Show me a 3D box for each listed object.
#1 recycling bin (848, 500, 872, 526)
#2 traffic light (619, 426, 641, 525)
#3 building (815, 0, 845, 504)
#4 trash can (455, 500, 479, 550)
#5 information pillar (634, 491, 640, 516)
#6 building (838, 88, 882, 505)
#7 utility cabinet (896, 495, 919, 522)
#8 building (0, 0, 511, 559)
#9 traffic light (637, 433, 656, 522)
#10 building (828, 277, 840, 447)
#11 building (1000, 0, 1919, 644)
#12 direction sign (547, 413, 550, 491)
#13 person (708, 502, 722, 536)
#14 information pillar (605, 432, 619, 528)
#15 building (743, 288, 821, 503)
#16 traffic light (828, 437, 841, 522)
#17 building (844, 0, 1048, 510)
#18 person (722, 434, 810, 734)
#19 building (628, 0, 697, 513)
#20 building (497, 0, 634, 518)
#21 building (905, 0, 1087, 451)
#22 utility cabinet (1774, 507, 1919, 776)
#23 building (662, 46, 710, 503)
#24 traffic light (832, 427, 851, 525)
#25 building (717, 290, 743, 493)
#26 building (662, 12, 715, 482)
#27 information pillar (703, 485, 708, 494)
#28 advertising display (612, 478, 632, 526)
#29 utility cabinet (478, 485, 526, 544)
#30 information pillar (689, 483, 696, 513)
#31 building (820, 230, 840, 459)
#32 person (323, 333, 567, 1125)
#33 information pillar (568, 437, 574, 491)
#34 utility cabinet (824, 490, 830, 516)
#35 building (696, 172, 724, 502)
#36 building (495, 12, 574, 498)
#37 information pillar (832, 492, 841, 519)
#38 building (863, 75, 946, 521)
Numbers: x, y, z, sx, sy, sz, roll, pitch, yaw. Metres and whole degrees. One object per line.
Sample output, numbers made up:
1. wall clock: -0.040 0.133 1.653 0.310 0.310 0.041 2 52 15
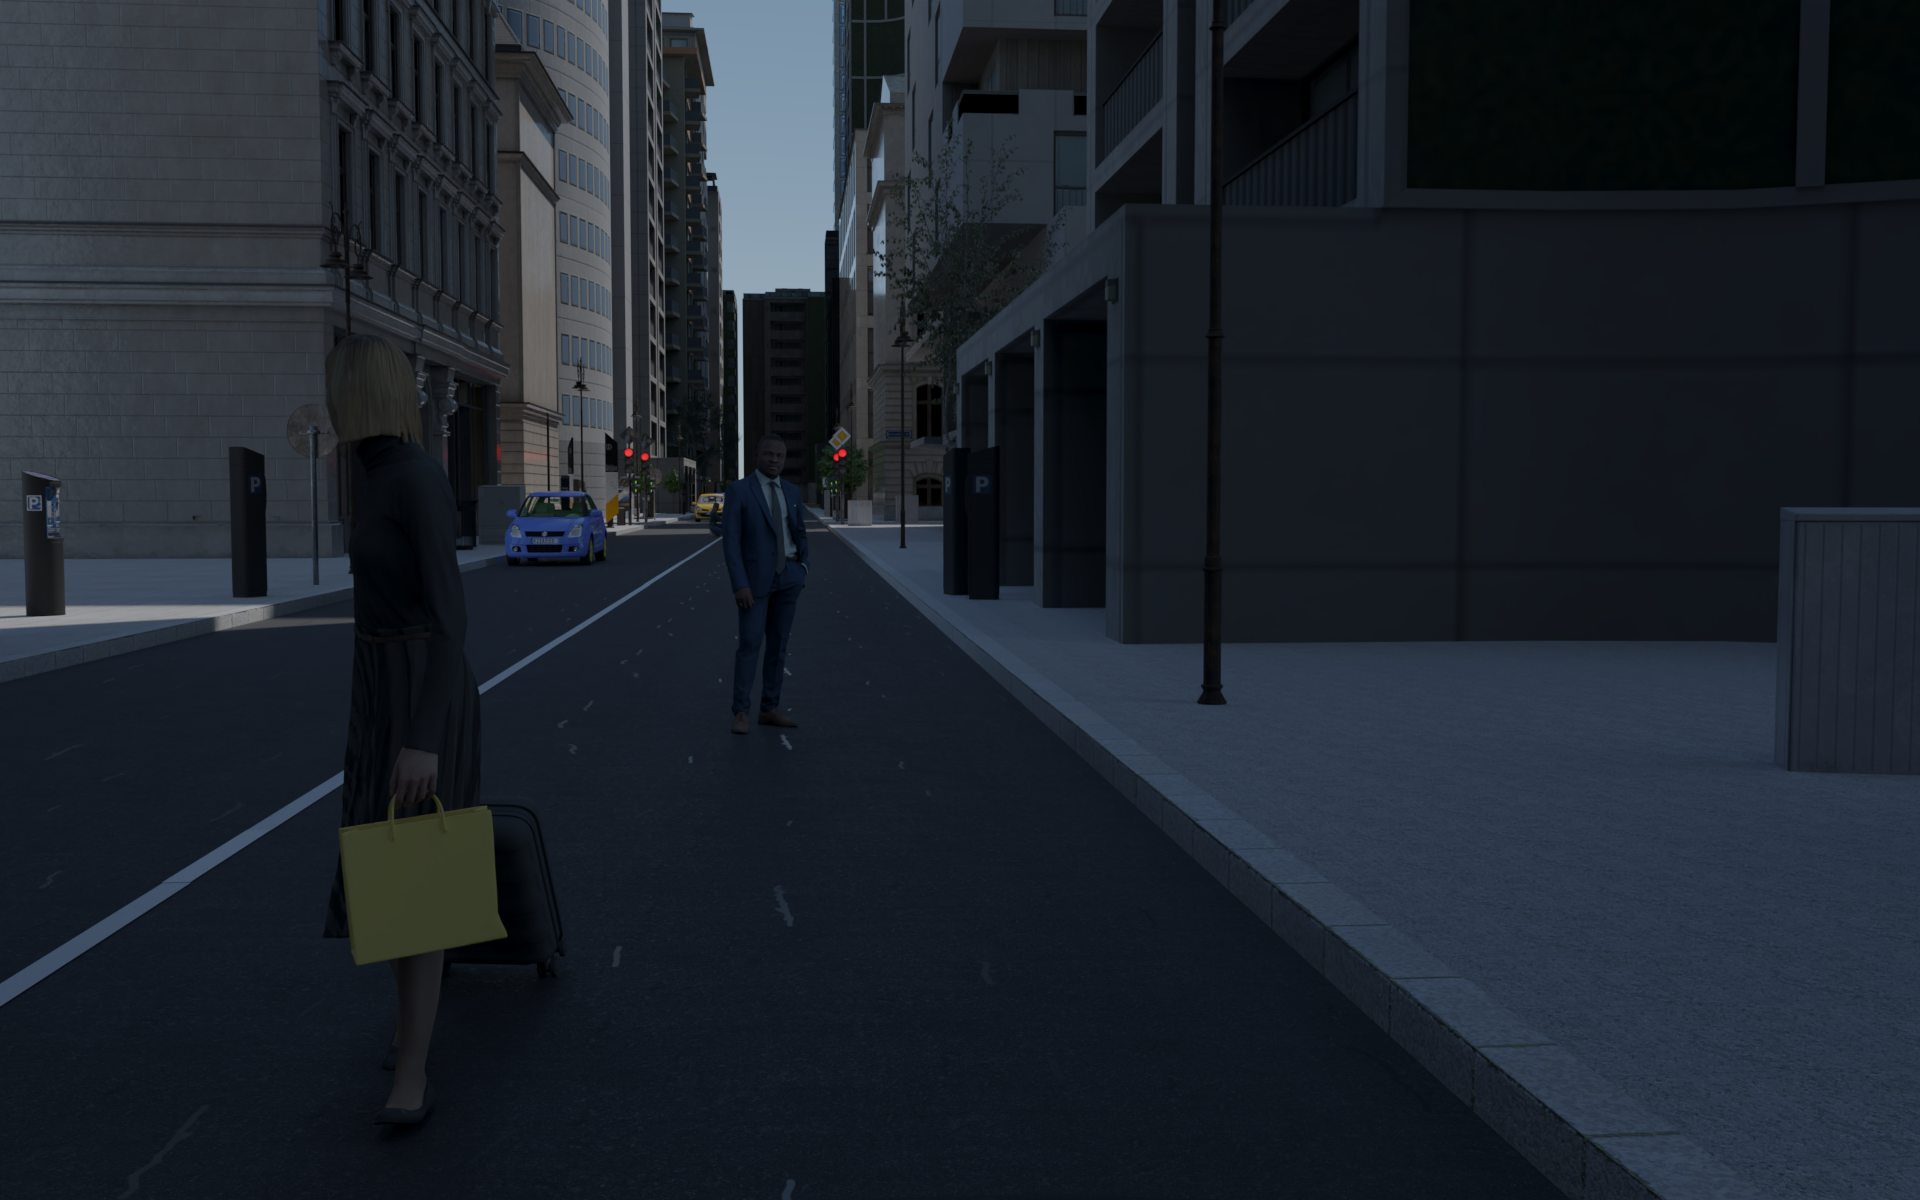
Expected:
1. recycling bin: -4.039 -3.504 69.848 0.722 1.027 0.722 -3 5 -43
2. traffic light: -13.593 -5.041 71.335 0.839 4.253 0.868 0 4 -6
3. building: -6.593 -55.089 213.381 22.319 86.520 31.000 0 4 -6
4. trash can: -11.428 -1.721 39.793 0.748 1.137 0.748 0 3 0
5. information pillar: -18.555 -5.802 99.361 0.304 2.012 0.304 0 4 -4
6. building: 1.599 -19.454 122.591 19.350 26.468 34.151 0 4 -6
7. utility cabinet: -2.440 -4.202 79.859 1.020 1.237 0.306 -1 4 -20
8. building: -17.097 -11.255 34.933 10.553 20.767 40.483 0 4 -6
9. traffic light: -14.373 -5.527 79.282 0.839 4.253 0.868 0 4 -6
10. building: -4.870 -19.415 147.118 12.332 23.373 15.834 0 4 -6
11. building: 11.100 -35.465 18.112 20.563 71.187 20.611 0 4 -6
12. direction sign: -11.555 -3.465 48.645 0.379 3.537 0.876 -1 4 -12
13. person: -8.166 -2.734 58.706 0.738 1.151 1.012 0 4 -7
14. information pillar: -13.168 -4.530 65.414 0.504 3.616 0.183 -1 4 -14
15. building: -23.845 -29.034 246.400 14.107 30.474 14.160 0 4 -6
16. traffic light: -5.705 -5.579 80.145 0.839 4.253 0.868 0 4 -6
17. building: -3.202 -44.970 173.512 20.563 71.187 20.611 0 4 -6
18. person: -1.209 -0.120 10.650 0.419 1.800 0.721 3 5 44
19. building: -29.659 -41.902 123.349 20.563 71.187 20.611 0 4 -6
20. building: -29.371 -33.579 91.008 21.231 58.520 28.212 0 4 -6
21. building: 12.363 -28.664 57.901 28.713 52.752 27.495 0 4 -6
22. utility cabinet: 4.354 0.194 7.994 1.020 1.237 0.306 1 4 12
23. building: -35.744 -31.333 166.920 22.147 44.769 28.867 0 4 -6
24. traffic light: -4.925 -5.093 72.198 0.839 4.253 0.868 0 4 -6
25. building: -38.370 -28.899 244.193 14.107 30.474 14.160 0 4 -6
26. building: -42.333 -37.017 194.474 28.713 52.752 27.495 0 4 -6
27. information pillar: -19.987 -8.038 135.907 0.304 2.012 0.304 1 4 21
28. advertising display: -13.803 -3.994 70.523 0.974 1.923 0.123 2 4 26
29. utility cabinet: -11.535 -2.136 43.608 1.173 1.500 0.318 1 4 15
30. information pillar: -18.059 -6.879 116.958 0.304 2.012 0.304 -3 4 -37
31. building: -7.943 -25.688 191.701 14.160 30.474 14.107 0 4 -6
32. person: -1.306 0.261 4.451 0.699 1.804 1.509 0 4 5
33. information pillar: -16.065 -4.905 71.549 0.183 3.616 0.504 -2 4 -32
34. utility cabinet: -7.346 -5.476 98.203 0.318 1.500 1.173 -2 4 -25
35. building: -37.309 -32.854 220.761 14.086 41.232 14.154 0 4 -6
36. building: -24.501 -12.160 63.442 19.286 19.102 10.561 0 4 -6
37. information pillar: -6.267 -5.101 87.888 0.304 2.012 0.304 2 4 30
38. building: 12.727 -16.481 88.553 34.723 24.649 14.460 0 4 -6
